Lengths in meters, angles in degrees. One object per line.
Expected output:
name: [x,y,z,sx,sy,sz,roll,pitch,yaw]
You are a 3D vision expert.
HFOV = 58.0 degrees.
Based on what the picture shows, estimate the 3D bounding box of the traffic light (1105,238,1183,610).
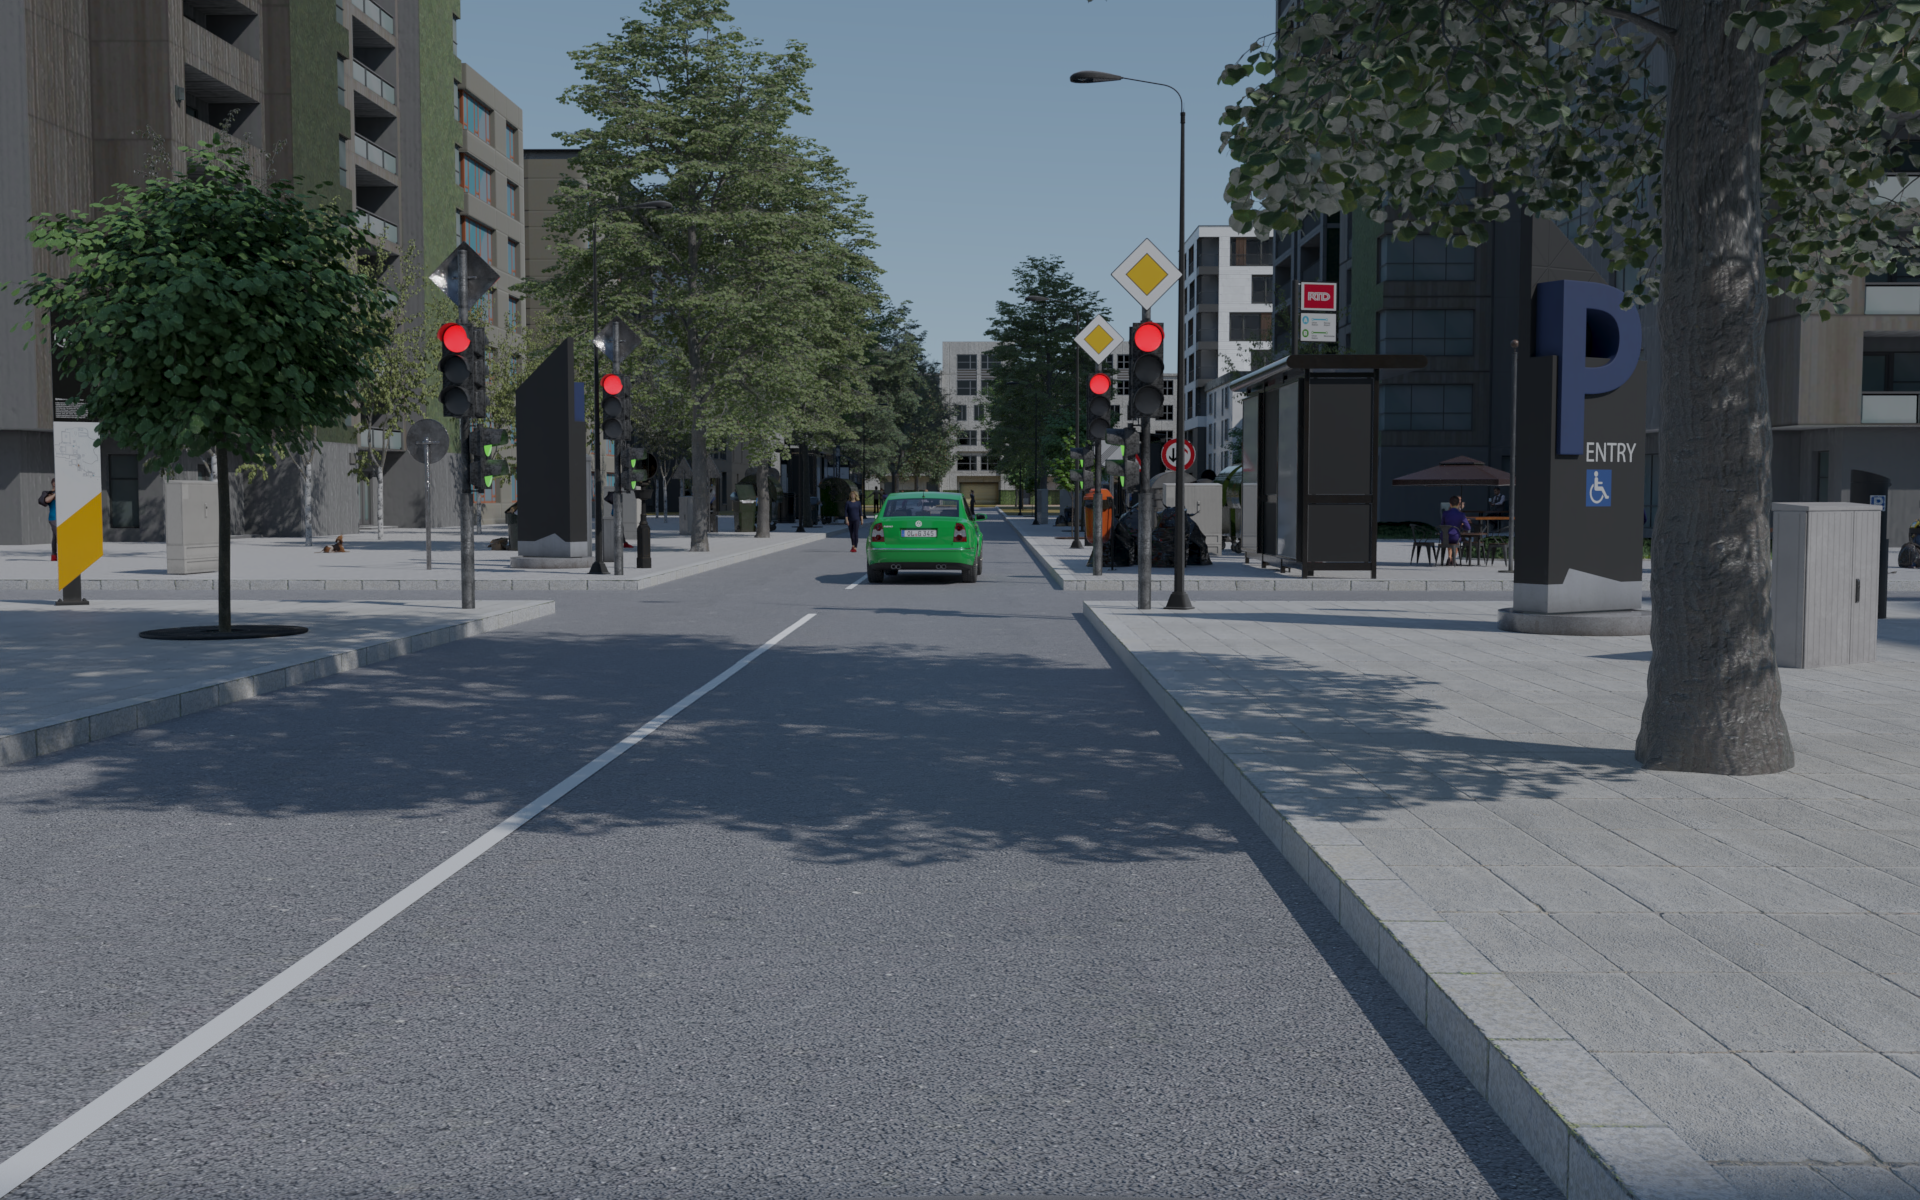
traffic light: [2.036,-1.851,19.179,0.839,4.253,0.868,0,4,1]

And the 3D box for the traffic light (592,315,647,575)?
traffic light: [-5.374,-2.344,27.252,0.839,4.253,0.868,0,4,1]

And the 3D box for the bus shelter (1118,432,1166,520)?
bus shelter: [6.797,-4.599,66.485,1.731,3.624,6.357,0,4,1]

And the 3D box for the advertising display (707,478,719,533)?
advertising display: [-8.266,-3.218,57.829,0.123,1.923,0.974,-2,4,-28]

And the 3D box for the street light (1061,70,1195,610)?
street light: [1.904,-2.852,19.167,1.470,5.913,1.316,0,4,1]

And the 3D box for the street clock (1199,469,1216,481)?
street clock: [7.240,-2.818,50.646,0.471,2.002,0.358,0,4,-5]

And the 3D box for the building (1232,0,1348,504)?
building: [26.001,-39.791,88.835,20.563,71.187,20.611,0,4,1]

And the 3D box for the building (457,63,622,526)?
building: [-33.391,-14.638,84.374,27.650,21.520,28.899,0,4,1]

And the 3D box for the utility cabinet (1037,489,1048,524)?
utility cabinet: [3.491,-4.002,74.117,0.318,1.500,1.173,-1,4,-10]

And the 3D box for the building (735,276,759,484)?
building: [-34.676,-18.829,151.822,32.646,21.610,27.936,0,4,1]

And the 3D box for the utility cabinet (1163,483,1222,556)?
utility cabinet: [4.773,-1.646,35.592,1.173,1.500,0.318,0,4,-7]

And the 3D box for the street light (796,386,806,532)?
street light: [-4.821,-5.230,58.056,1.470,5.913,1.316,0,4,1]

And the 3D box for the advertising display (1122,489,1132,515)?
advertising display: [5.300,-3.041,54.934,0.123,1.923,0.974,1,4,19]

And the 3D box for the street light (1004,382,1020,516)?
street light: [2.612,-6.075,71.869,1.470,5.913,1.316,0,4,1]

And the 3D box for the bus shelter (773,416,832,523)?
bus shelter: [-7.341,-6.246,79.761,2.179,5.291,8.768,0,4,1]

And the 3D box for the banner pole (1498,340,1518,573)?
banner pole: [9.232,-2.336,28.203,0.863,3.779,0.401,0,4,0]

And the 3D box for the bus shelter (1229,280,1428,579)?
bus shelter: [6.019,-3.220,30.278,2.179,5.291,8.768,0,4,1]

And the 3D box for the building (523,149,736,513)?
building: [-32.014,-16.836,119.249,27.936,21.610,32.646,0,4,1]

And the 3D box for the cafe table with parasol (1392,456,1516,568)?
cafe table with parasol: [8.964,-1.597,30.971,2.610,1.966,2.610,0,3,0]

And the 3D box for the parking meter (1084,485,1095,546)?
parking meter: [3.252,-2.095,42.668,0.372,1.533,0.369,0,3,0]

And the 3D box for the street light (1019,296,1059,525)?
street light: [2.213,-4.171,40.738,1.470,5.913,1.316,0,4,1]

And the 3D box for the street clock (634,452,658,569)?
street clock: [-5.463,-1.548,29.885,0.358,2.002,0.471,3,5,44]

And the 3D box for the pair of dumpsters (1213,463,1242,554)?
pair of dumpsters: [6.512,-2.154,37.707,1.574,2.255,4.437,0,4,1]

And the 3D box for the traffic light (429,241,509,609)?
traffic light: [-5.485,-1.856,19.267,0.839,4.253,0.868,0,4,1]

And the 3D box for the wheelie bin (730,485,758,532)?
wheelie bin: [-7.276,-3.075,58.184,0.980,1.594,0.693,-2,4,-29]

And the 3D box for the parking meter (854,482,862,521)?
parking meter: [-4.864,-4.694,82.465,0.399,1.863,0.255,3,5,45]

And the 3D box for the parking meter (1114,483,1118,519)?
parking meter: [8.070,-5.087,88.890,0.255,1.863,0.399,-2,4,-34]

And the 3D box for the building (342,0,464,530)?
building: [-26.987,-23.155,62.182,14.154,41.232,14.086,0,4,1]

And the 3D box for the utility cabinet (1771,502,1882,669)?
utility cabinet: [6.529,-0.116,13.051,1.020,1.237,0.306,-2,4,-34]

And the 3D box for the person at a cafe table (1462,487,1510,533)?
person at a cafe table: [17.508,-2.987,57.358,1.622,1.524,1.698,-1,4,-22]

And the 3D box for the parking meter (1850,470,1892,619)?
parking meter: [9.403,-0.582,17.923,0.372,1.533,0.369,0,3,0]

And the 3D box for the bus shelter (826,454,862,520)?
bus shelter: [-6.277,-5.848,89.540,2.014,3.302,5.546,0,4,1]

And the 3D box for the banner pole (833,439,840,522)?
banner pole: [-5.601,-5.410,78.478,0.401,3.779,0.863,1,4,23]

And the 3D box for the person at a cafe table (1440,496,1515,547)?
person at a cafe table: [12.433,-1.905,42.006,1.698,1.238,1.726,-2,4,-31]

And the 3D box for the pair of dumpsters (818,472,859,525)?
pair of dumpsters: [-5.248,-4.393,74.316,1.574,2.255,4.437,0,4,1]

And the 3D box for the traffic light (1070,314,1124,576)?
traffic light: [2.147,-2.339,27.163,0.839,4.253,0.868,0,4,1]

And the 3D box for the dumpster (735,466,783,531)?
dumpster: [-6.998,-3.533,60.256,1.502,2.255,1.985,0,4,1]

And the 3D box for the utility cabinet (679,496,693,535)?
utility cabinet: [-8.571,-2.649,54.468,0.306,1.237,1.020,-2,4,-24]

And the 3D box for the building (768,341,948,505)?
building: [-17.675,-20.911,208.347,31.486,18.905,16.747,0,4,1]

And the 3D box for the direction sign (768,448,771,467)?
direction sign: [-9.395,-5.702,85.223,0.379,3.537,0.876,-1,4,-20]

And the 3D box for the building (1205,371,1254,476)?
building: [22.990,-10.765,118.148,9.099,9.664,28.070,0,4,1]

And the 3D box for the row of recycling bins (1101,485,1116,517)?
row of recycling bins: [6.155,-4.235,76.353,1.069,1.692,3.534,0,4,-5]

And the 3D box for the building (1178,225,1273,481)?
building: [32.264,-18.592,147.958,27.936,21.610,32.646,0,4,1]

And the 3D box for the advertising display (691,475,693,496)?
advertising display: [-8.895,-3.264,58.588,0.123,1.923,0.974,-2,4,-25]

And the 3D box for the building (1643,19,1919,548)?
building: [24.082,-22.133,45.468,14.086,41.232,14.154,0,4,1]

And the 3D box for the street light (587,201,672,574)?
street light: [-5.255,-3.368,27.601,1.470,5.913,1.316,0,4,1]

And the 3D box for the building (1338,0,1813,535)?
building: [21.418,-23.298,64.510,14.154,41.232,14.086,0,4,1]

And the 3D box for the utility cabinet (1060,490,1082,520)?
utility cabinet: [4.747,-3.918,72.734,1.173,1.500,0.318,3,4,38]

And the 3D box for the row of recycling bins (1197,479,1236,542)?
row of recycling bins: [6.434,-2.483,47.702,1.069,1.692,3.534,-2,4,-26]

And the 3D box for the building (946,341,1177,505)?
building: [13.821,-20.945,208.910,31.486,18.905,16.747,0,4,1]

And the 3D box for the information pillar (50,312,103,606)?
information pillar: [-10.188,-1.749,19.949,0.504,3.616,0.183,-2,4,-31]

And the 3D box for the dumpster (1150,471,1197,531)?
dumpster: [5.465,-2.377,44.615,1.264,1.857,1.865,0,4,1]

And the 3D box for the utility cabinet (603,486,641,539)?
utility cabinet: [-9.415,-2.435,48.491,1.173,1.500,0.318,2,4,28]

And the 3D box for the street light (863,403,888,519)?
street light: [-4.379,-7.110,88.783,1.470,5.913,1.316,0,4,1]

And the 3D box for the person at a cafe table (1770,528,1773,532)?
person at a cafe table: [12.304,-1.214,28.369,1.698,1.524,1.622,0,4,1]

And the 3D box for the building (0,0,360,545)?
building: [-26.569,-16.925,48.433,14.160,30.474,14.107,0,4,1]

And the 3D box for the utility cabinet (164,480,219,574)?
utility cabinet: [-12.356,-1.180,27.976,0.318,1.500,1.173,0,4,6]
